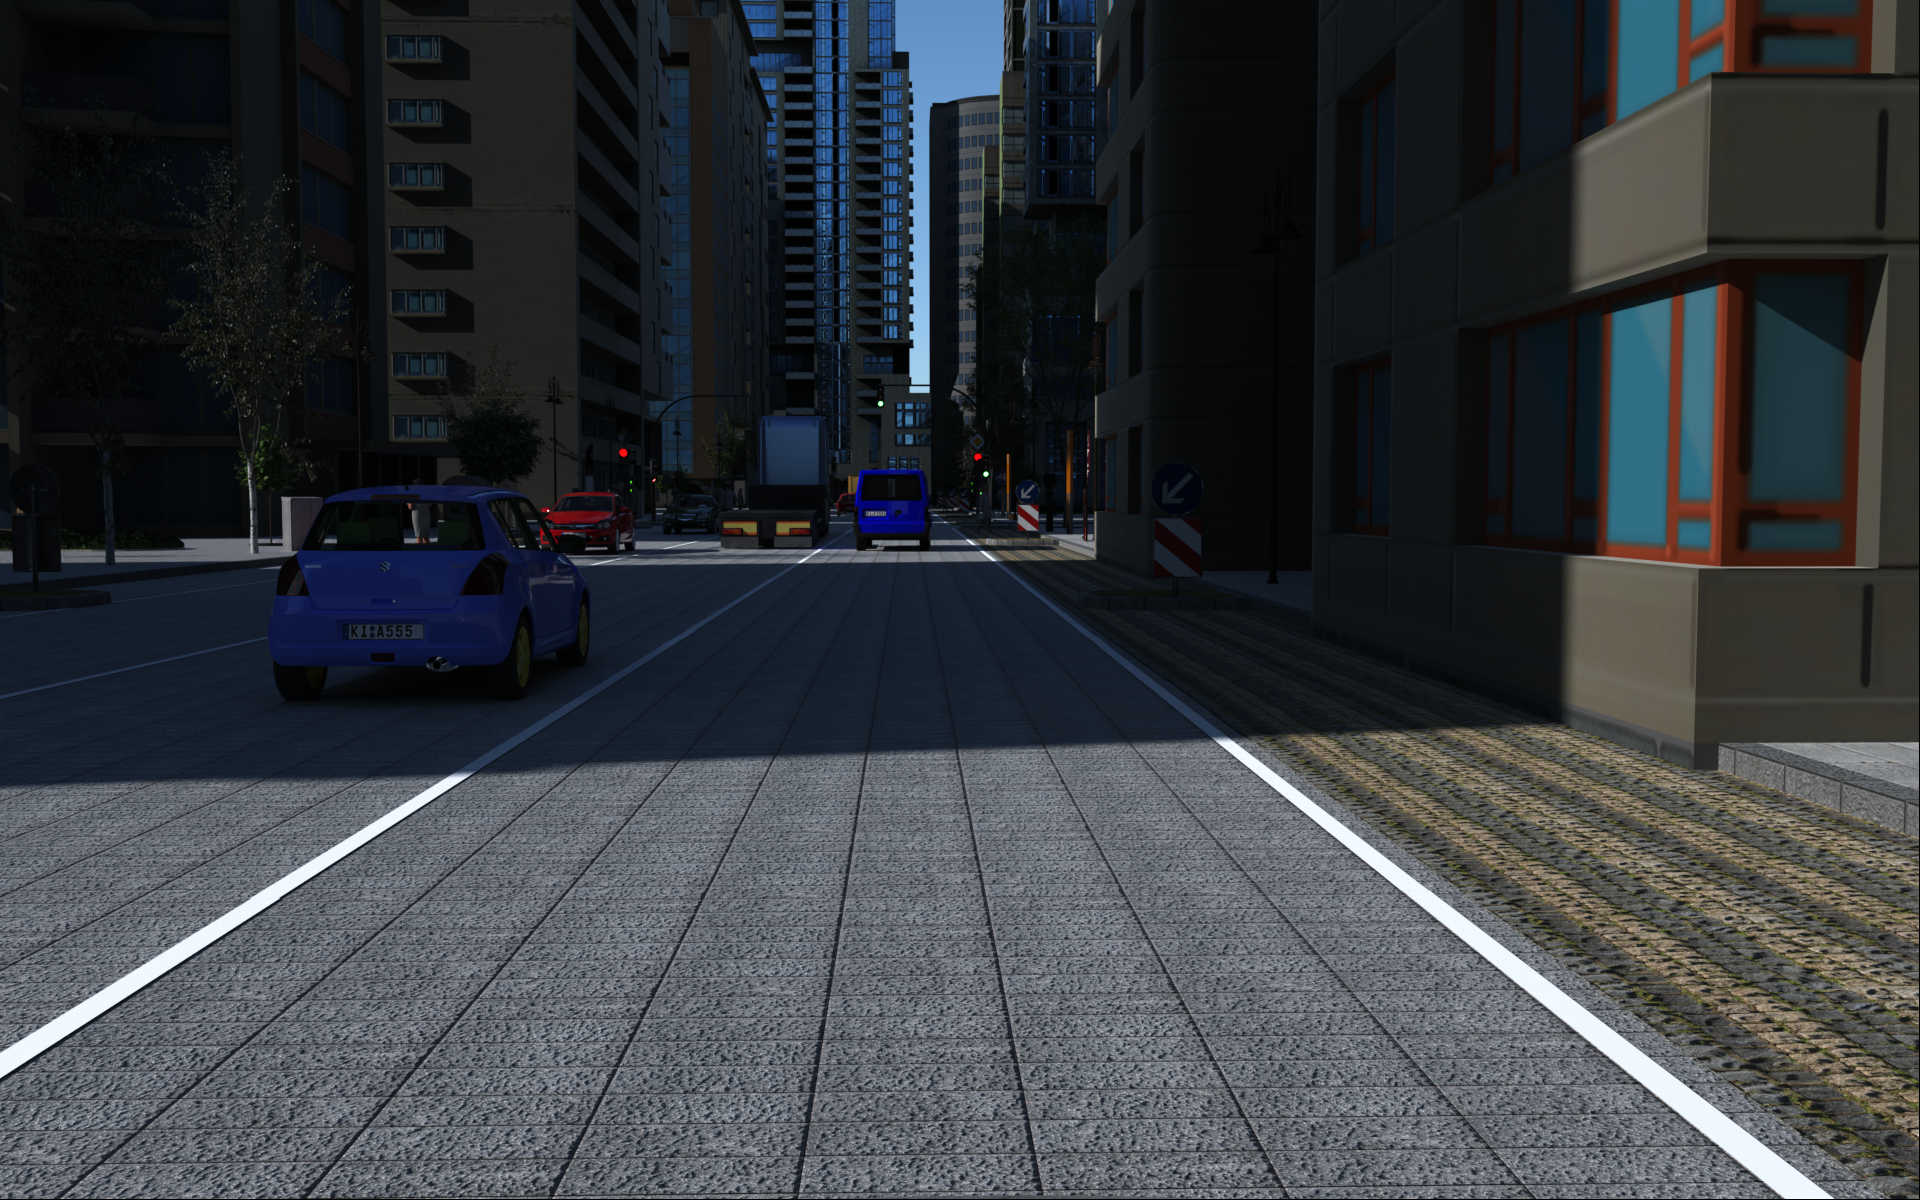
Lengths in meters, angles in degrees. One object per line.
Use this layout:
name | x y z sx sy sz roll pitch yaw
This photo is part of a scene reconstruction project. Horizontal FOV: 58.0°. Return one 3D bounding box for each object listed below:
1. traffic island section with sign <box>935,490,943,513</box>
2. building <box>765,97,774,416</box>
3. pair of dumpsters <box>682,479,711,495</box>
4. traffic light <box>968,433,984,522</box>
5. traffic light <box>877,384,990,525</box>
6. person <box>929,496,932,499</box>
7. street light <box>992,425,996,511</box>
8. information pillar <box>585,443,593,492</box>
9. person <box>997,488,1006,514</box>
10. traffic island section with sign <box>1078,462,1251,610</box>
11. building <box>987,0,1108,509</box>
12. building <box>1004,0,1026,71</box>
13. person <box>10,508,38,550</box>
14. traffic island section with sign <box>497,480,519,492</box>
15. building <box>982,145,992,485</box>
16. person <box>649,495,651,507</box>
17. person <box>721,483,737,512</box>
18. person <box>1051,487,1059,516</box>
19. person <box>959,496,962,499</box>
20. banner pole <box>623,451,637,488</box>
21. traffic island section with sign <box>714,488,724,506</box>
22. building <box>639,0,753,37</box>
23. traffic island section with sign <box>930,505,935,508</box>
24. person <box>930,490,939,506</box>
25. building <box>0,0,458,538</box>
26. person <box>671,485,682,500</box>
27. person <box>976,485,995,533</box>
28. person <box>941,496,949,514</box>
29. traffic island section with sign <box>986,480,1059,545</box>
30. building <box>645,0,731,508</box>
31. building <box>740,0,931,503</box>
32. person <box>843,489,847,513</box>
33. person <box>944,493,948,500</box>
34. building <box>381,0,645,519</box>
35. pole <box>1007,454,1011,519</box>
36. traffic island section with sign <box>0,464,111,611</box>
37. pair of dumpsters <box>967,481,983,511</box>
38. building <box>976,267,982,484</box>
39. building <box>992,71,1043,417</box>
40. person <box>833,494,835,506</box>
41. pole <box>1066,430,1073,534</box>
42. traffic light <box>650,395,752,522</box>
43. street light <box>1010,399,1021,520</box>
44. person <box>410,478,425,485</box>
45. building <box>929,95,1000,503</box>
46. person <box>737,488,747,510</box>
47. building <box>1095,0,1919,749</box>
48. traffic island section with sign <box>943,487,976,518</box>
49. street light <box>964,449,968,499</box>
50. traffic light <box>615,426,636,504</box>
traffic island section with sign | -0.703 -7.564 132.303 1.989 1.847 2.006 0 4 -2
building | -37.536 -38.109 212.315 27.495 52.752 28.713 0 4 -2
pair of dumpsters | -17.135 -6.699 112.022 1.574 2.255 4.437 0 4 -2
traffic light | 0.797 -5.568 79.953 0.839 4.253 0.868 0 4 -2
traffic light | -1.057 -5.939 71.769 4.771 5.953 1.251 0 4 -2
person | -3.734 -10.993 188.256 1.348 1.821 0.705 -1 4 -10
street light | 2.069 -8.240 107.508 0.468 5.910 1.993 0 4 -2
information pillar | -16.800 -5.335 78.579 0.183 3.616 0.504 1 4 23
person | 2.626 -6.466 111.607 0.795 1.843 0.661 3 5 44
traffic island section with sign | 2.548 -0.827 22.146 1.989 1.847 2.006 0 4 -2
building | 13.856 -50.492 138.221 22.319 86.520 31.000 0 4 -2
building | 13.243 -45.847 187.849 20.563 71.187 20.611 0 4 -2
person | -18.915 -1.783 35.113 0.656 1.842 0.836 1 4 11
traffic island section with sign | -12.874 -2.472 49.039 1.989 1.847 2.006 0 4 -2
building | 9.592 -31.950 205.979 14.154 41.232 14.086 0 4 -2
person | -20.809 -6.499 116.978 0.362 1.253 0.373 2 4 26
person | -8.856 -3.557 66.500 0.661 1.843 0.795 -2 4 -27
person | 5.587 -5.931 103.194 0.592 1.802 0.473 -2 4 -30
person | 0.256 -11.837 199.591 0.705 1.822 1.348 -3 5 -40
banner pole | -16.733 -5.962 87.498 0.863 3.779 0.401 0 4 2
traffic island section with sign | -14.499 -5.861 104.452 1.989 1.847 2.006 0 4 -2
building | -36.292 -36.208 181.238 28.713 52.752 27.495 0 4 -2
traffic island section with sign | -2.154 -10.590 181.779 1.989 1.847 2.006 0 4 -2
person | -2.688 -10.805 185.096 1.348 1.831 0.705 -3 5 -42
building | -33.072 -24.565 56.268 28.867 44.769 22.147 0 4 -2
person | -16.652 -5.866 101.751 0.655 1.846 0.447 1 4 9
person | 0.941 -3.381 64.125 0.624 1.780 0.694 3 5 42
person | -1.041 -6.821 124.297 0.640 1.303 0.475 -3 5 -41
traffic island section with sign | 1.762 -2.475 49.090 1.989 1.847 2.006 0 4 -2
building | -29.097 -31.238 160.858 14.600 45.320 14.200 0 4 -2
building | -19.845 -57.378 250.803 31.000 86.520 22.319 0 4 -2
person | -8.595 -7.430 130.004 0.581 1.822 0.654 2 4 27
person | -1.792 -13.392 228.231 0.421 1.427 0.697 -3 4 -37
building | -29.507 -28.707 93.057 21.300 48.544 21.600 0 4 -2
pole | 2.484 -5.756 87.955 0.158 3.312 0.155 0 3 0
traffic island section with sign | -12.068 -0.824 22.096 1.989 1.847 2.006 0 4 -2
pair of dumpsters | 1.312 -8.079 134.592 1.574 2.255 4.437 0 4 -2
building | 8.974 -27.474 220.895 14.160 30.474 14.107 0 4 -2
building | 10.818 -29.833 171.369 14.154 41.232 14.086 0 4 -2
person | -15.432 -12.235 211.802 0.557 1.426 1.065 -1 4 -14
pole | 3.495 -3.750 55.149 0.158 3.312 0.155 0 3 0
traffic light | -11.969 -6.418 79.598 4.771 5.953 1.251 0 4 -2
street light | 2.678 -6.810 84.127 0.468 5.910 1.993 0 4 -2
person | -11.649 -1.759 37.615 0.716 1.782 0.532 -3 4 -37
building | 9.760 -43.433 252.123 28.212 58.520 21.231 0 4 -2
person | -13.851 -6.158 109.363 0.728 1.800 0.709 1 4 23
building | 17.177 -10.890 23.089 27.650 21.520 28.899 0 4 -2
traffic island section with sign | 0.127 -5.873 104.657 1.989 1.847 2.006 0 4 -2
street light | 0.588 -11.131 154.775 0.468 5.910 1.993 0 4 -2
traffic light | -13.823 -5.052 71.520 0.839 4.253 0.868 0 4 -2
